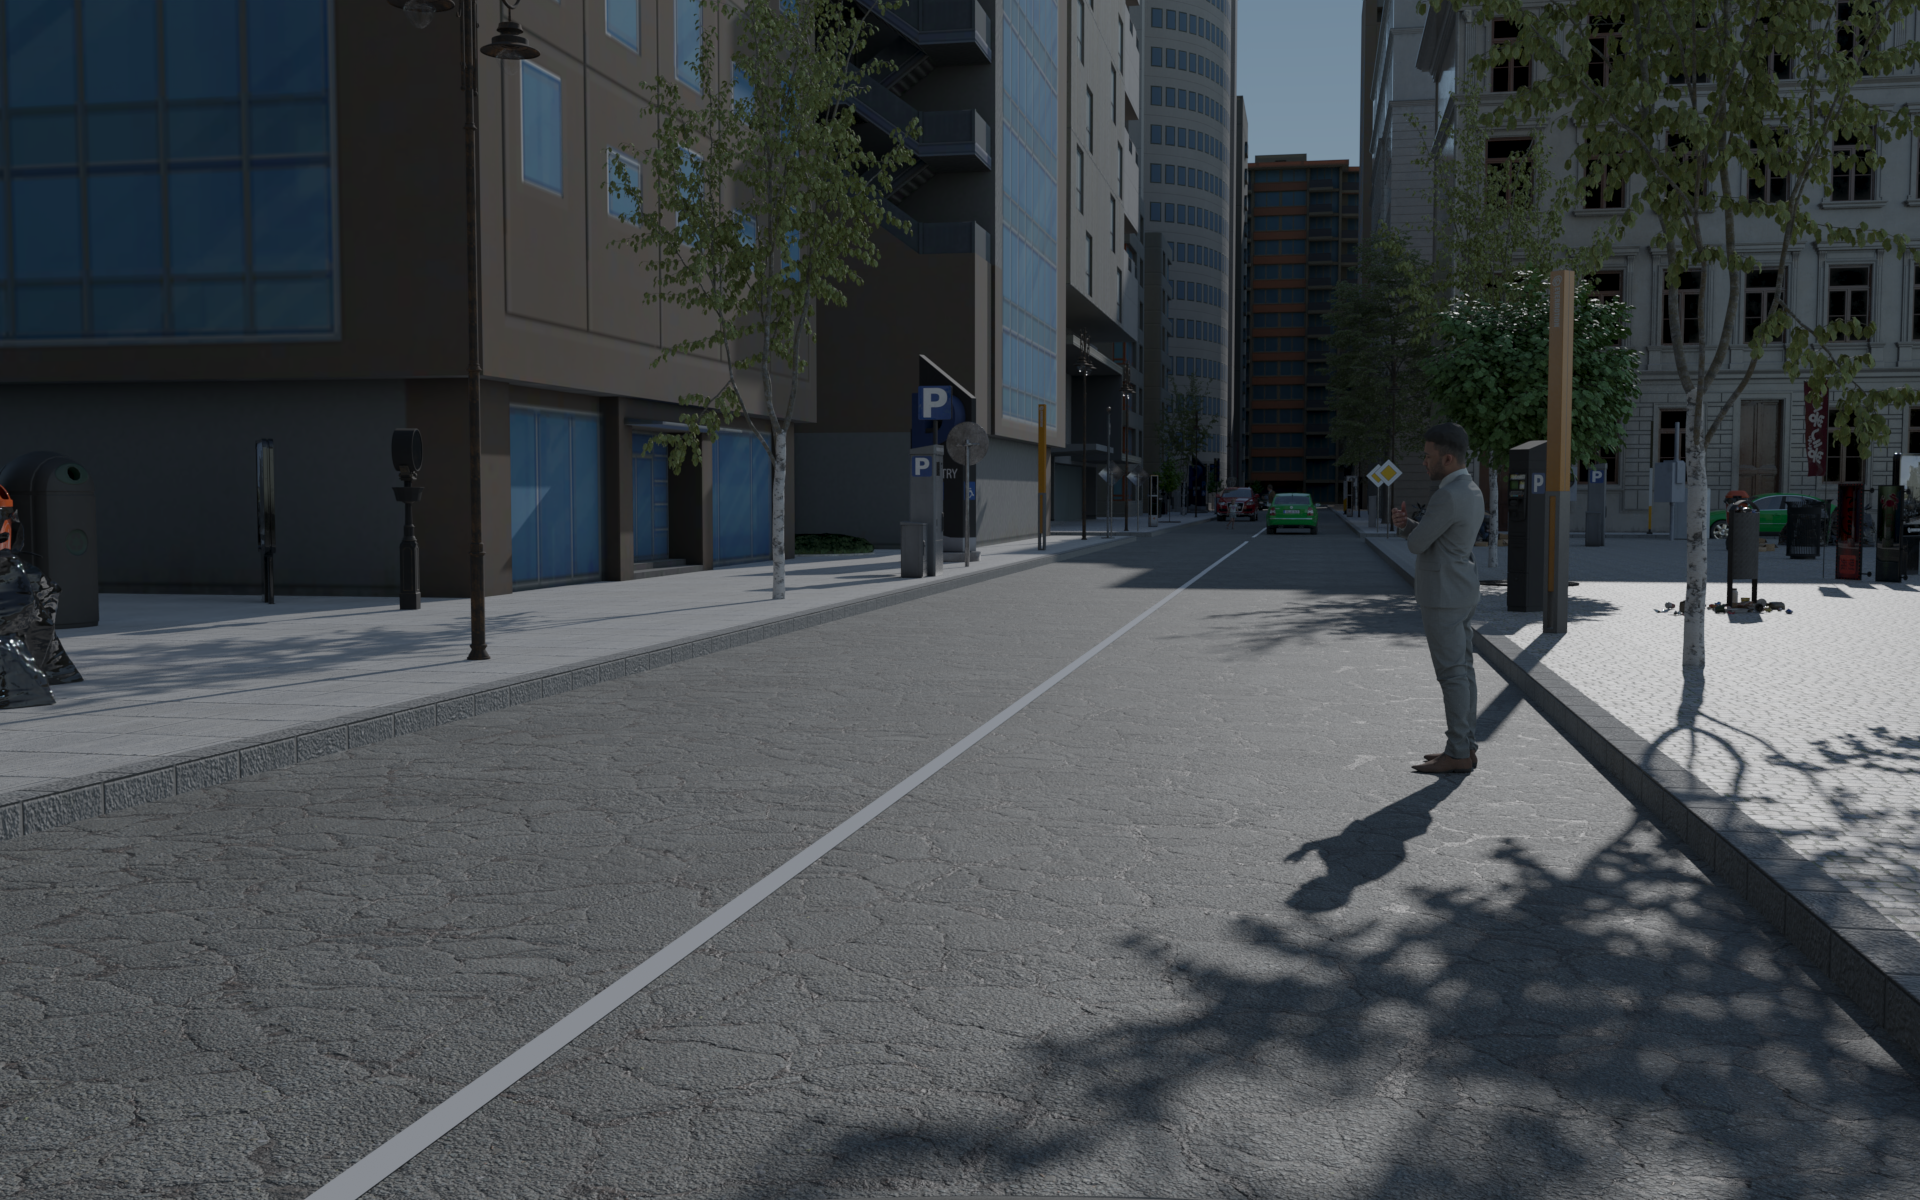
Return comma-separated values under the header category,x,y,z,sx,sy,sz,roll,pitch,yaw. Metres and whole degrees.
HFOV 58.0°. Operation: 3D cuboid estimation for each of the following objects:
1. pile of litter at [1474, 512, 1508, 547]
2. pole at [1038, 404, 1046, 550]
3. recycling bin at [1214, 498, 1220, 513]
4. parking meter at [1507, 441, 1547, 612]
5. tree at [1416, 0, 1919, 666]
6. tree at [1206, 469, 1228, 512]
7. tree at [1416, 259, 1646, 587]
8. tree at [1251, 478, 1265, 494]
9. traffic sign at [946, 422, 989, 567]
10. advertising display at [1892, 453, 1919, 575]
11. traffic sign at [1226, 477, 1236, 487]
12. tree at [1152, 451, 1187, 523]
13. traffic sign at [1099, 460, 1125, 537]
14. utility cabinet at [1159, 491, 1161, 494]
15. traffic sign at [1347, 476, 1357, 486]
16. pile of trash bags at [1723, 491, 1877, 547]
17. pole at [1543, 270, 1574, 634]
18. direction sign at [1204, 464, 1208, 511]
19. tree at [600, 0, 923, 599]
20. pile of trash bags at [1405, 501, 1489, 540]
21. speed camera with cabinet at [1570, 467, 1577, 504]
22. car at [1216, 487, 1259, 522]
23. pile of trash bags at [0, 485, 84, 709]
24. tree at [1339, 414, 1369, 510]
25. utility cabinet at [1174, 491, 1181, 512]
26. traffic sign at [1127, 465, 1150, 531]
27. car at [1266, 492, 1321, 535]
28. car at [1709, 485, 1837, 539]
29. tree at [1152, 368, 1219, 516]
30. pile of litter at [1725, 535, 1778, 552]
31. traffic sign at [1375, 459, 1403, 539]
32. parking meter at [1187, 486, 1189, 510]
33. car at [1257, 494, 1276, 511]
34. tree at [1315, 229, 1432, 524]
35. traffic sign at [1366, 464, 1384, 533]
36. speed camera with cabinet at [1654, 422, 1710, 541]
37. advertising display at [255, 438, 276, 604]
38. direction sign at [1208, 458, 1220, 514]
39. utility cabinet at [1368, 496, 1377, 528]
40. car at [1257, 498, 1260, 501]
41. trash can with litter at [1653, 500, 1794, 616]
category,x,y,z,sx,sy,sz,roll,pitch,yaw
pile of litter,13.195,-1.767,42.856,1.719,0.858,1.176,-1,4,-15
pole,1.867,-2.784,39.366,0.158,3.312,0.155,0,3,0
recycling bin,17.722,-6.428,117.653,0.722,1.027,0.722,2,4,28
parking meter,6.184,-0.806,18.892,0.399,1.863,0.255,-2,4,-35
tree,5.393,-3.802,12.527,4.737,8.622,4.395,0,3,0
tree,17.785,-7.807,122.245,1.663,3.219,1.824,0,3,0
tree,8.096,-2.495,24.506,4.285,4.588,4.351,0,3,0
tree,34.181,-12.499,198.967,1.663,3.219,1.824,0,3,0
traffic sign,0.123,-1.859,30.501,0.768,2.556,0.104,1,4,12
advertising display,15.106,-1.363,27.502,0.974,1.923,0.123,-2,4,-33
traffic sign,20.005,-7.820,127.969,0.768,2.556,0.104,1,4,14
tree,9.321,-5.105,78.063,1.663,3.219,1.824,0,3,0
traffic sign,4.510,-2.929,51.534,0.795,2.450,0.064,1,4,11
utility cabinet,15.132,-7.641,133.602,1.173,1.500,0.318,-1,4,-18
traffic sign,22.159,-5.860,97.934,0.606,2.300,0.079,1,4,19
pile of trash bags,20.818,-2.033,42.999,3.447,1.369,1.912,1,4,22
pole,5.506,-1.351,15.928,0.158,3.312,0.155,0,3,0
direction sign,18.419,-8.352,128.556,0.876,3.537,0.379,0,4,0
tree,-2.291,-4.330,21.153,4.737,8.622,4.395,0,3,0
pile of trash bags,14.127,-2.313,47.566,3.447,1.369,1.912,-1,4,-9
speed camera with cabinet,18.835,-3.771,55.995,2.038,3.252,0.660,1,4,11
car,14.811,-5.114,92.294,2.281,1.827,5.304,1,4,12
pile of trash bags,-6.823,-0.104,11.459,1.912,1.369,3.447,-1,4,-18
tree,31.198,-11.315,135.359,4.360,8.622,3.978,0,3,0
utility cabinet,15.660,-6.989,122.951,0.318,1.500,1.173,3,5,43
traffic sign,6.107,-3.408,59.359,0.795,2.450,0.064,1,4,11
car,12.035,-3.290,62.584,1.959,1.807,4.718,1,4,12
car,23.842,-2.588,51.106,4.718,1.807,1.959,1,4,13
tree,13.208,-9.280,102.096,4.737,8.622,4.395,0,3,0
pile of litter,17.941,-1.546,39.235,1.719,0.858,1.176,-3,5,-44
traffic sign,12.339,-2.831,49.922,0.795,2.450,0.064,1,4,11
parking meter,16.572,-7.411,126.888,0.255,1.863,0.399,2,4,28
car,27.029,-8.662,151.413,2.009,1.686,4.222,1,4,13
tree,18.796,-9.584,74.828,7.486,12.596,7.792,0,3,0
traffic sign,13.936,-3.309,57.746,0.795,2.450,0.064,1,4,11
speed camera with cabinet,20.185,-3.305,48.375,2.038,3.252,0.660,-3,4,-38
advertising display,-8.220,-0.936,20.513,0.123,1.923,0.974,-2,4,-27
direction sign,16.192,-7.170,109.230,0.379,3.537,0.876,2,4,31
utility cabinet,15.912,-3.407,66.862,0.306,1.237,1.020,1,4,13
car,29.318,-9.331,164.358,2.131,1.459,4.920,1,4,12
trash can with litter,8.299,-0.489,19.050,2.233,1.210,1.678,-3,4,-36
